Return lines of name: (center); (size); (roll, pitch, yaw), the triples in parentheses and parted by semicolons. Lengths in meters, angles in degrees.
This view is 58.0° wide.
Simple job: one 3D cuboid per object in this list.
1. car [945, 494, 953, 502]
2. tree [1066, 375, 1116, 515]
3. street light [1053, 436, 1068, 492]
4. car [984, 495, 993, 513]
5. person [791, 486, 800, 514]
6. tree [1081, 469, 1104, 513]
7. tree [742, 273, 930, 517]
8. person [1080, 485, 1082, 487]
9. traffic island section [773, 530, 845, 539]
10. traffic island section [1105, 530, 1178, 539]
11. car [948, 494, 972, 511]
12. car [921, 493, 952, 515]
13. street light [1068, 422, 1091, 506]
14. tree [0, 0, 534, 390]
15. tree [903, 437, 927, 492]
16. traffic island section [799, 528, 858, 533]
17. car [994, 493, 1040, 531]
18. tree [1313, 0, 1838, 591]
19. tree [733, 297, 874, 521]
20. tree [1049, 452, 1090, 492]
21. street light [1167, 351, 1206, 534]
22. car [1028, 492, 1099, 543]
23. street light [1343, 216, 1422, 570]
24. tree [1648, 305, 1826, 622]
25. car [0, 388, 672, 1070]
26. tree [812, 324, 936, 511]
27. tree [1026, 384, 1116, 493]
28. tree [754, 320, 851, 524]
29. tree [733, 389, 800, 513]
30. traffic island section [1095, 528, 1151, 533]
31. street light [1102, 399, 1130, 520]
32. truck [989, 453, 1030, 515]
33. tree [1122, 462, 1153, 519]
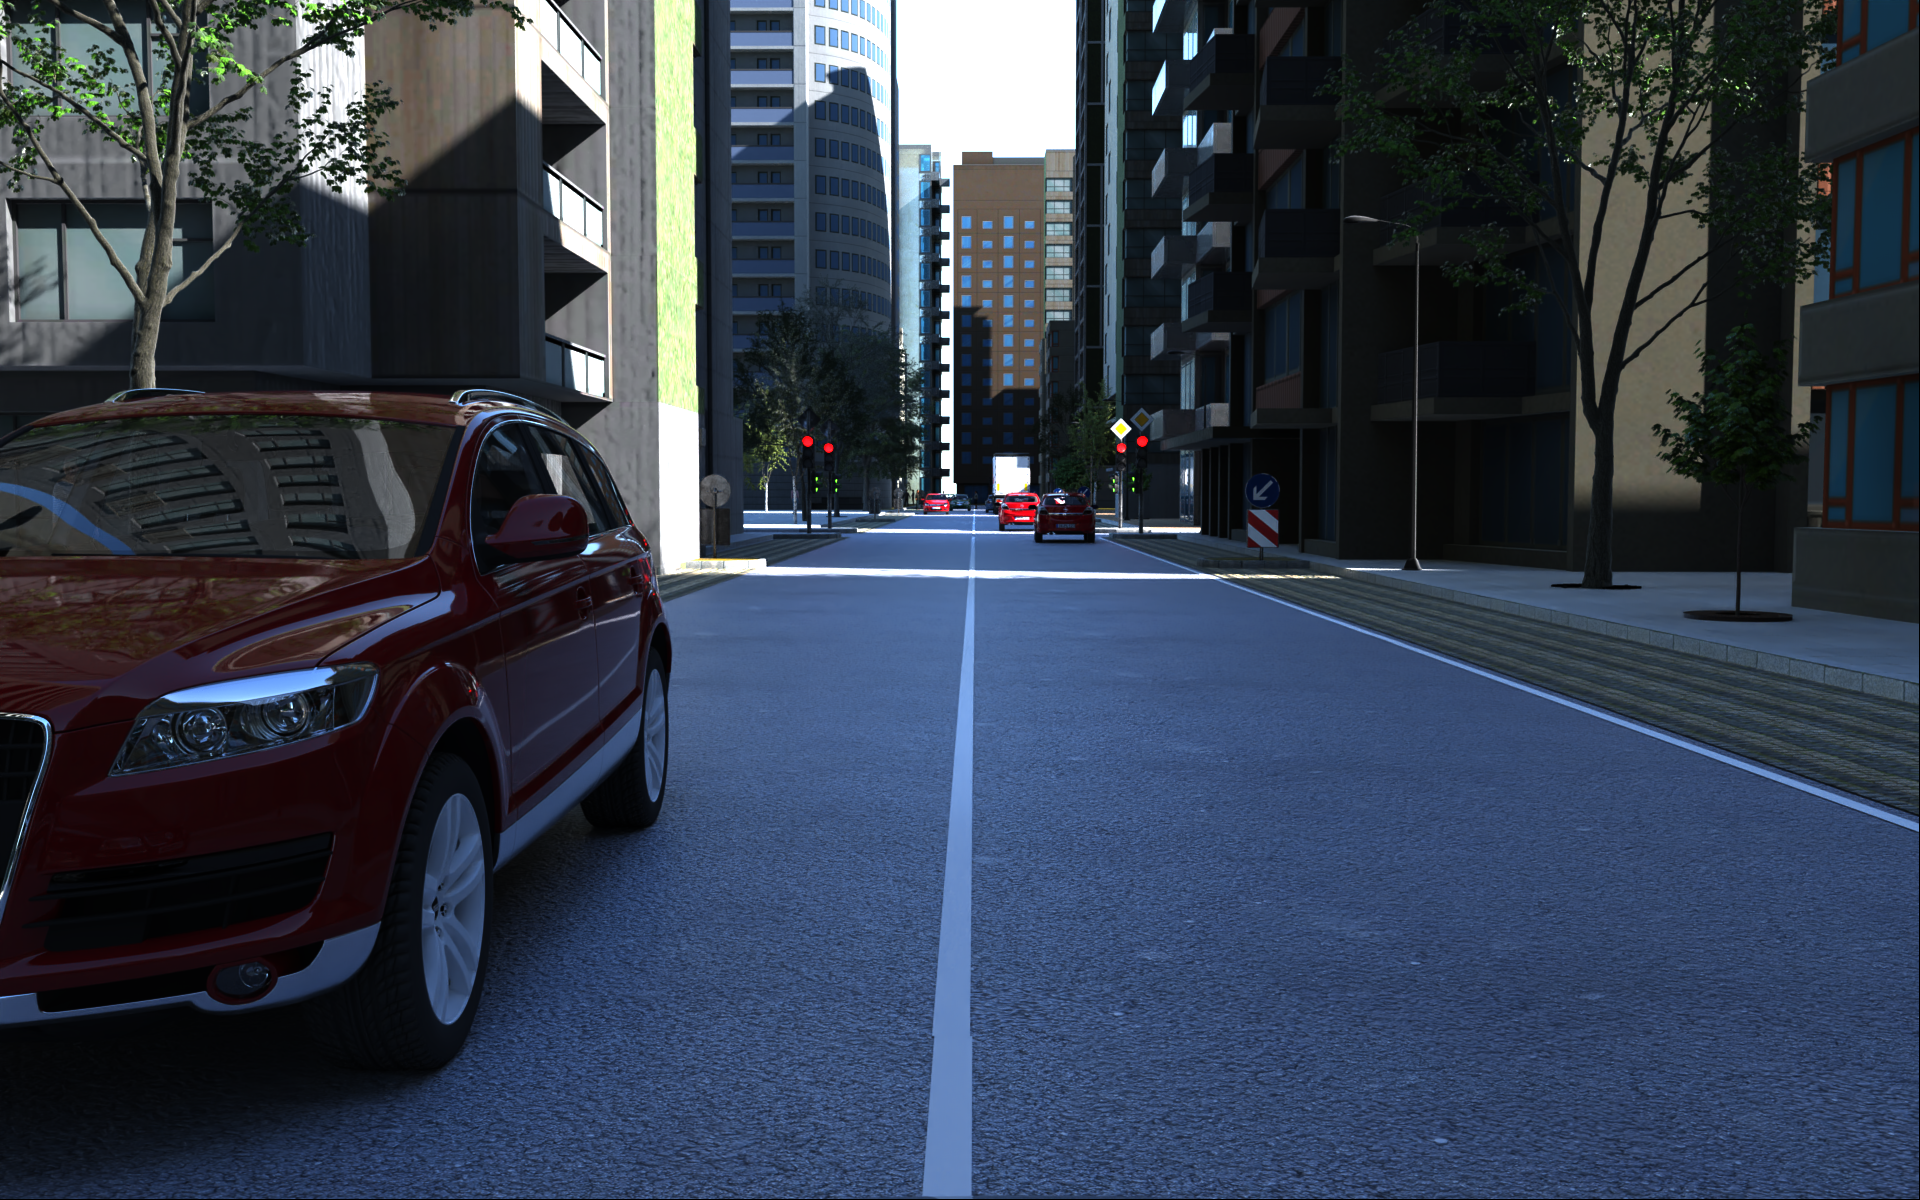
car: (-1.213, -10.838, 186.001); (1.959, 1.807, 4.718); (0, 4, 2)
tree: (8.430, -9.641, 107.999); (4.737, 8.622, 4.395); (0, 3, 0)
street light: (8.116, -10.164, 138.724); (1.470, 5.913, 1.316); (0, 4, 1)
car: (2.840, -7.439, 133.631); (2.014, 1.417, 4.499); (0, 4, 1)
person: (-10.546, -6.420, 111.021); (0.555, 1.821, 0.388); (0, 4, -5)
tree: (9.153, -7.643, 119.558); (1.663, 3.219, 1.824); (0, 3, 0)
tree: (-6.886, -11.356, 96.039); (12.009, 13.543, 11.850); (0, 3, 0)
person: (8.791, -7.283, 124.486); (0.648, 1.900, 0.474); (-1, 4, -13)
traffic island section: (-4.936, -2.089, 56.428); (2.009, 0.180, 2.903); (0, 4, 1)
traffic island section: (5.905, -2.082, 56.328); (2.009, 0.180, 2.903); (0, 4, 1)
car: (0.014, -8.360, 148.484); (2.131, 1.459, 4.920); (0, 4, 1)
car: (-1.645, -6.830, 120.705); (2.155, 1.783, 4.494); (0, 4, 0)
street light: (7.884, -8.506, 111.609); (1.470, 5.913, 1.316); (0, 4, 1)
tree: (-7.505, -5.518, 15.971); (9.928, 11.665, 9.643); (0, 3, 0)
tree: (-5.622, -14.425, 186.204); (4.360, 8.622, 3.978); (0, 3, 0)
traffic island section: (-4.865, -2.577, 64.413); (2.009, 0.180, 2.903); (0, 4, 1)
car: (2.426, -3.643, 68.601); (2.155, 1.783, 4.494); (0, 4, 1)
tree: (8.615, -5.954, 23.103); (9.928, 11.665, 9.643); (0, 3, 0)
tree: (-7.554, -9.022, 81.925); (7.601, 10.594, 8.767); (3, 5, 43)
tree: (8.621, -9.307, 135.883); (4.285, 4.588, 4.351); (0, 3, 0)
street light: (7.400, -5.116, 56.188); (1.470, 5.913, 1.316); (0, 4, 1)
car: (3.146, -2.659, 52.510); (2.155, 1.783, 4.494); (0, 4, 2)
street light: (7.092, -3.458, 29.074); (1.470, 5.913, 1.316); (0, 4, 1)
tree: (8.147, -1.419, 17.802); (1.663, 3.219, 1.824); (0, 3, 0)
car: (-2.293, 0.164, 5.984); (2.281, 1.827, 5.304); (0, 4, -1)
tree: (-6.917, -13.678, 130.291); (9.857, 13.997, 8.962); (0, 3, 0)
tree: (9.816, -12.909, 145.468); (8.767, 10.594, 7.601); (0, 4, -1)
tree: (-6.897, -7.512, 73.184); (4.360, 8.622, 3.978); (0, 3, 0)
tree: (-13.171, -10.325, 119.169); (4.737, 8.622, 4.395); (0, 3, 0)
traffic island section: (5.976, -2.571, 64.313); (2.009, 0.180, 2.903); (0, 4, 1)
street light: (7.627, -6.847, 84.494); (1.470, 5.913, 1.316); (0, 4, 1)
truck: (3.580, -8.267, 124.073); (2.839, 4.237, 11.283); (0, 4, 0)
tree: (9.051, -5.745, 88.533); (1.663, 3.219, 1.824); (0, 3, 0)
